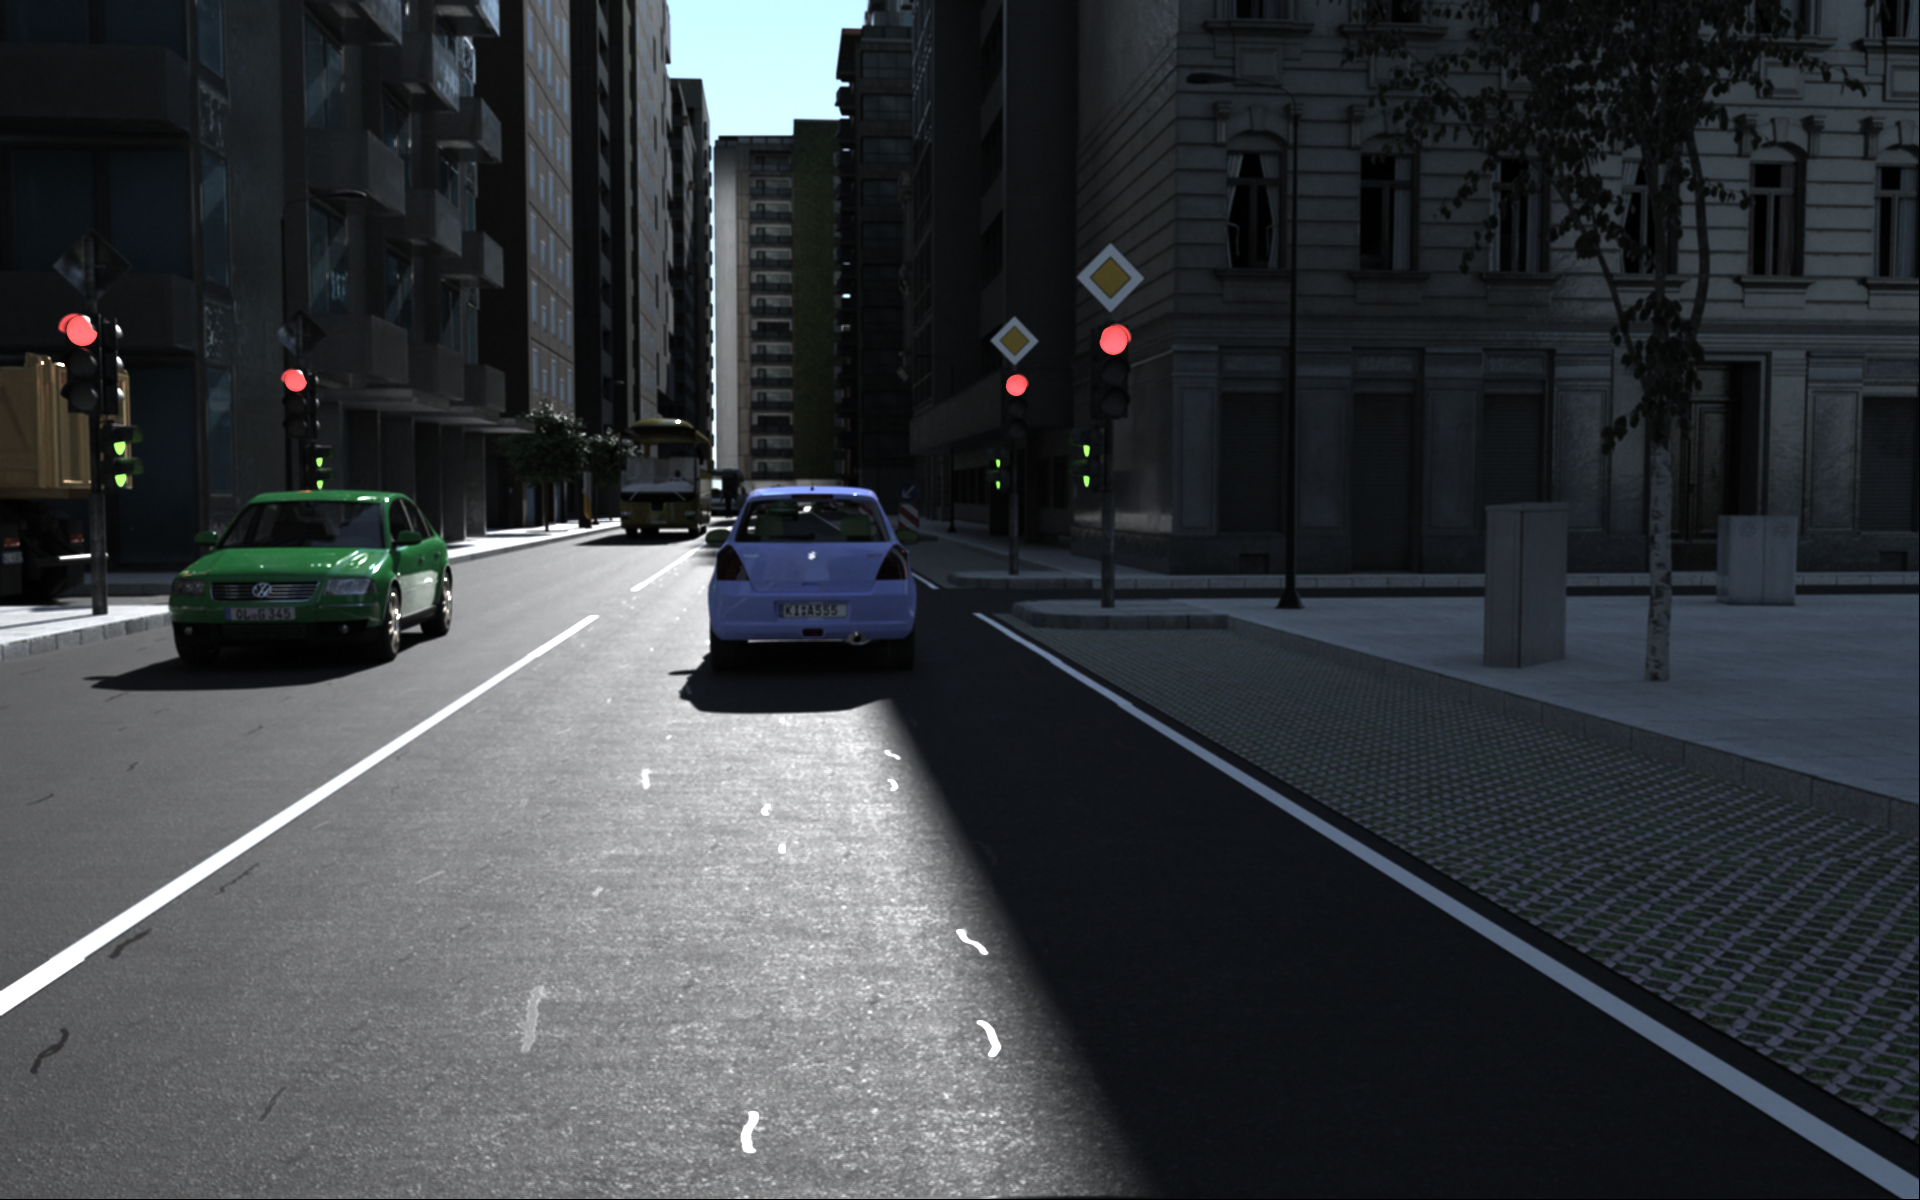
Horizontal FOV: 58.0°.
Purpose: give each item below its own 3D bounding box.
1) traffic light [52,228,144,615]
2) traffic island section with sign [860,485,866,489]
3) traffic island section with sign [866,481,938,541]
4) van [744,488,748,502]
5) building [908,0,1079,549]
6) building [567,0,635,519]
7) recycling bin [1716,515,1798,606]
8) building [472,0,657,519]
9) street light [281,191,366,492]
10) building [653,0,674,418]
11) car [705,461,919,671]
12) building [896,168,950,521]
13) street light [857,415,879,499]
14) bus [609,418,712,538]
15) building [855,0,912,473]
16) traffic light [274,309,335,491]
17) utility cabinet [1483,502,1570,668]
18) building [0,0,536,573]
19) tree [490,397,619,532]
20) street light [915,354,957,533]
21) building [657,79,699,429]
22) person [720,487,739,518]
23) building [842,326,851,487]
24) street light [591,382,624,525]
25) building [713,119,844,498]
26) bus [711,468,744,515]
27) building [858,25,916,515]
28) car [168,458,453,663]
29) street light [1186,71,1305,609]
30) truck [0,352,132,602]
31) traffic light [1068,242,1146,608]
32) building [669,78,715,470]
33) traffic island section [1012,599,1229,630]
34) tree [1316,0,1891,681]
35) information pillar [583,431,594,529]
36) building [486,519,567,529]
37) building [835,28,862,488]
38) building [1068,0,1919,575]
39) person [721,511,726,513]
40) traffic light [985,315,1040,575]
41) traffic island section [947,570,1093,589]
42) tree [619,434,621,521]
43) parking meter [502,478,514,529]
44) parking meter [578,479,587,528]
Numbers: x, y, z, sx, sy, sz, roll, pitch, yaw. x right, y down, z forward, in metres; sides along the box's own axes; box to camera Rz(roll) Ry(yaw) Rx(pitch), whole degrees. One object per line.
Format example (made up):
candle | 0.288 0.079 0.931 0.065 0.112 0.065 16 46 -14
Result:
traffic light | -9.149 -1.800 18.346 0.839 4.253 0.868 0 4 -6
traffic island section with sign | -4.505 -4.353 79.802 1.989 1.847 2.006 0 4 -6
traffic island section with sign | -1.741 -2.710 52.944 1.989 1.847 2.006 0 4 -6
van | -20.499 -9.437 158.670 2.240 2.365 5.245 0 4 -7
building | 6.561 -14.323 53.246 14.314 24.678 30.058 0 4 -6
building | -24.990 -19.565 91.584 14.160 30.474 14.107 0 4 -6
recycling bin | 9.302 -0.470 20.241 0.722 1.027 0.722 1 4 12
building | -26.317 -27.928 106.739 14.600 45.320 14.200 0 4 -6
street light | -9.808 -3.310 26.663 1.470 5.913 1.316 0 4 -6
building | -35.249 -32.861 126.513 28.713 52.752 27.495 0 4 -6
car | -1.310 -0.356 15.414 1.945 1.707 3.694 0 4 -5
building | 4.189 -16.295 85.503 14.460 24.649 34.723 0 4 -6
street light | -5.350 -7.899 101.687 1.470 5.913 1.316 0 4 -6
bus | -10.087 -4.181 59.909 2.896 3.916 12.252 0 4 -6
building | 3.995 -31.491 134.484 23.786 49.044 30.456 0 4 -6
traffic light | -9.968 -2.286 26.289 0.839 4.253 0.868 0 4 -6
utility cabinet | 4.311 -0.124 13.197 0.306 1.237 1.020 3 4 37
building | -23.073 -25.624 38.554 23.786 49.044 30.456 0 4 -6
tree | -14.109 -4.584 58.664 4.285 4.588 4.351 0 3 0
street light | -0.801 -5.193 57.454 1.470 5.913 1.316 0 4 -6
building | -36.465 -28.588 159.301 23.993 40.220 32.217 0 4 -6
person | -13.907 -5.872 104.140 0.705 1.869 1.348 3 5 45
building | 0.894 -21.793 201.347 28.899 21.520 27.650 0 4 -6
street light | -14.566 -6.060 71.622 1.470 5.913 1.316 0 4 -6
building | -20.054 -31.084 191.809 14.086 41.232 14.154 0 4 -6
bus | -16.635 -7.728 121.207 2.948 3.499 13.247 0 4 -5
building | 0.385 -20.785 111.542 14.160 30.474 14.107 0 4 -6
car | -5.911 -0.449 16.145 1.959 1.807 4.718 0 4 -8
street light | 3.177 -2.857 19.257 1.470 5.913 1.316 0 4 -6
truck | -16.001 -1.593 21.966 9.791 3.379 3.469 0 4 -4
traffic light | 1.653 -1.868 19.470 0.839 4.253 0.868 0 4 -6
building | -38.735 -34.841 193.356 21.600 48.544 21.300 0 4 -6
traffic island section | 1.694 0.165 19.588 2.009 0.180 2.903 0 4 -6
tree | 4.569 -3.751 11.689 4.360 8.622 3.978 0 3 0
information pillar | -13.834 -4.465 64.349 0.183 3.616 0.504 1 4 14
building | -23.457 -25.624 69.059 14.600 45.320 14.200 0 4 -6
building | -0.548 -31.162 164.117 22.147 44.769 28.867 0 4 -6
building | 11.695 -11.199 32.254 18.267 20.994 9.793 0 4 -6
person | -17.891 -7.487 130.896 0.705 1.826 1.348 1 4 15
traffic light | 0.835 -2.354 27.414 0.839 4.253 0.868 0 4 -6
traffic island section | 0.876 -0.321 27.532 2.009 0.180 2.903 0 4 -6
tree | -16.756 -6.055 82.710 4.285 4.588 4.351 0 3 0
parking meter | -16.530 -3.527 63.375 0.255 1.863 0.399 1 4 18
parking meter | -14.366 -3.698 66.181 0.399 1.863 0.255 -2 4 -24
